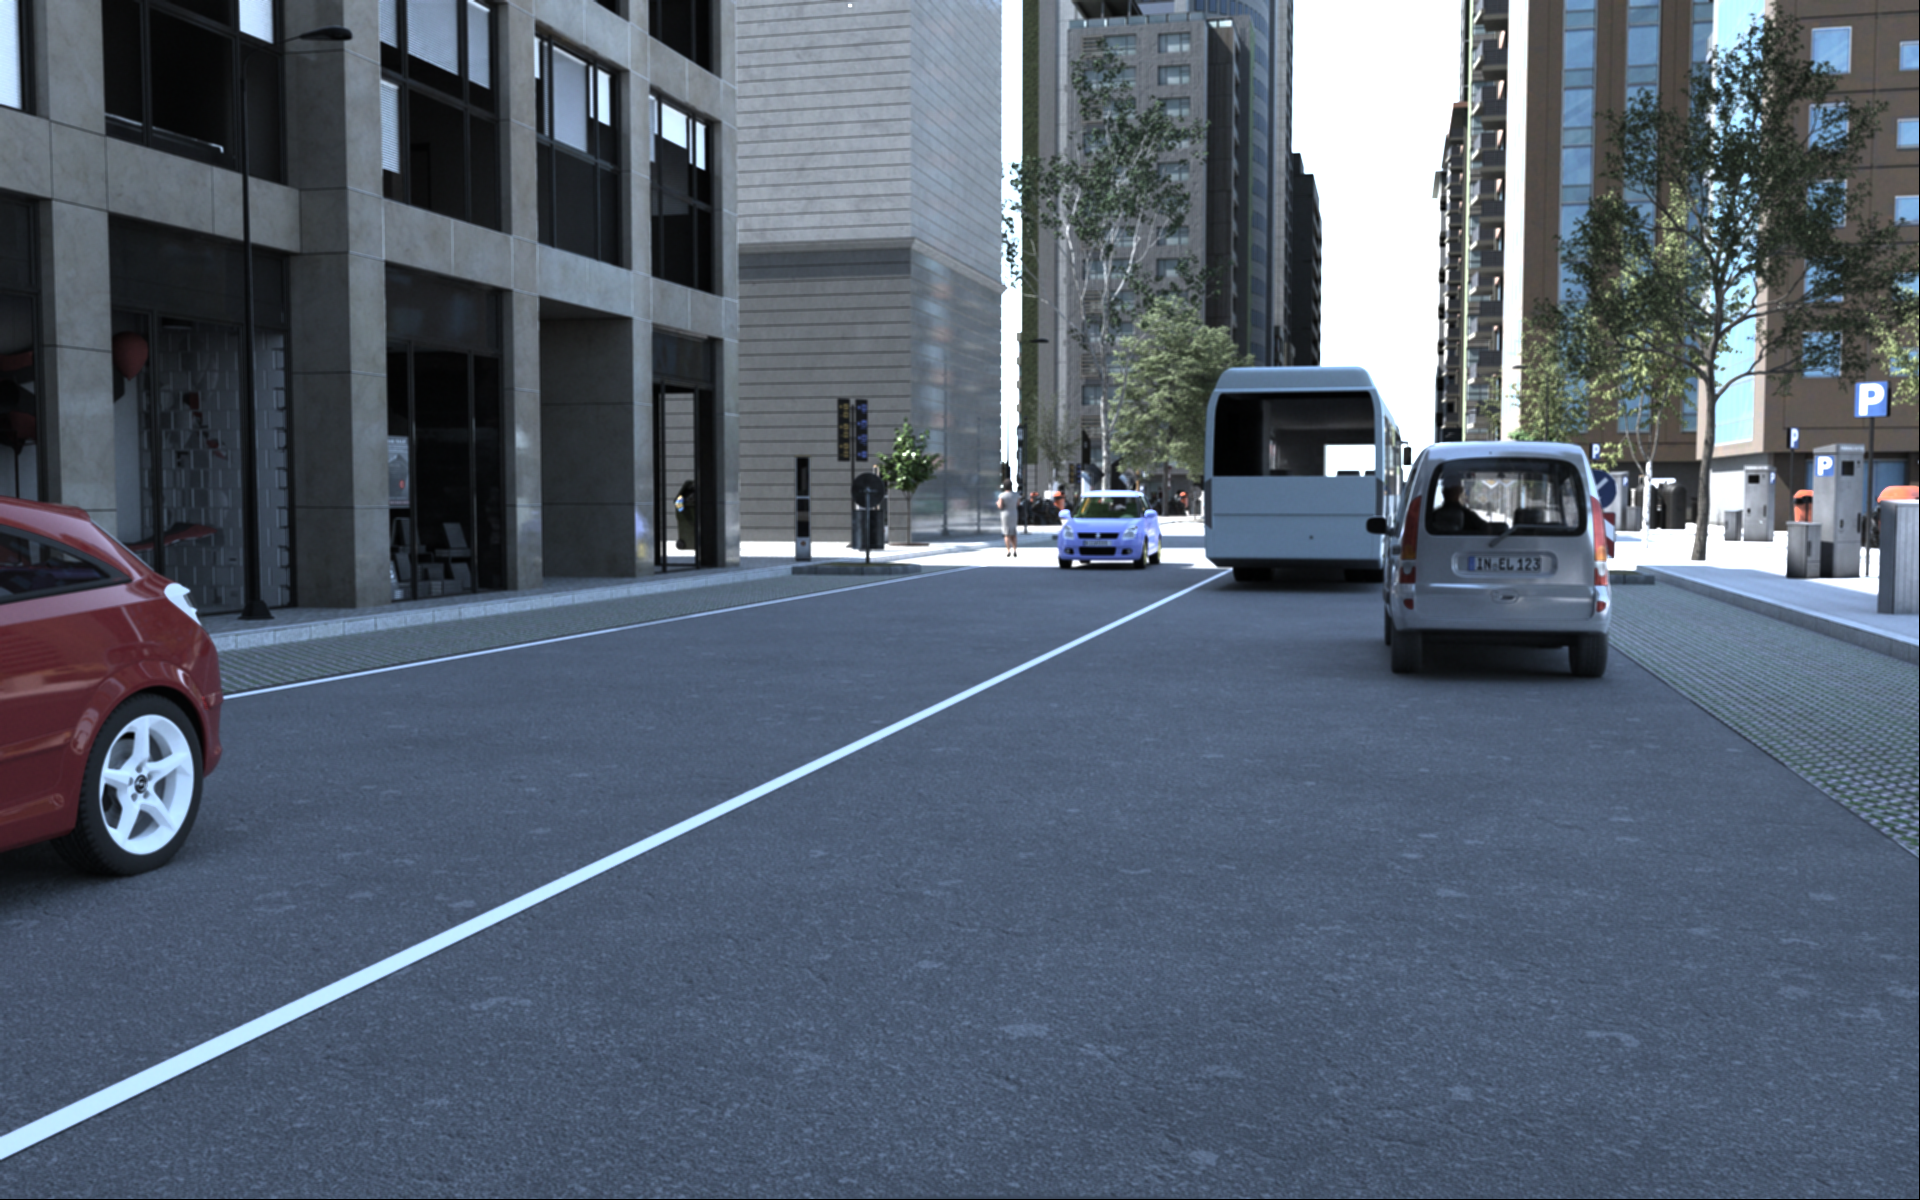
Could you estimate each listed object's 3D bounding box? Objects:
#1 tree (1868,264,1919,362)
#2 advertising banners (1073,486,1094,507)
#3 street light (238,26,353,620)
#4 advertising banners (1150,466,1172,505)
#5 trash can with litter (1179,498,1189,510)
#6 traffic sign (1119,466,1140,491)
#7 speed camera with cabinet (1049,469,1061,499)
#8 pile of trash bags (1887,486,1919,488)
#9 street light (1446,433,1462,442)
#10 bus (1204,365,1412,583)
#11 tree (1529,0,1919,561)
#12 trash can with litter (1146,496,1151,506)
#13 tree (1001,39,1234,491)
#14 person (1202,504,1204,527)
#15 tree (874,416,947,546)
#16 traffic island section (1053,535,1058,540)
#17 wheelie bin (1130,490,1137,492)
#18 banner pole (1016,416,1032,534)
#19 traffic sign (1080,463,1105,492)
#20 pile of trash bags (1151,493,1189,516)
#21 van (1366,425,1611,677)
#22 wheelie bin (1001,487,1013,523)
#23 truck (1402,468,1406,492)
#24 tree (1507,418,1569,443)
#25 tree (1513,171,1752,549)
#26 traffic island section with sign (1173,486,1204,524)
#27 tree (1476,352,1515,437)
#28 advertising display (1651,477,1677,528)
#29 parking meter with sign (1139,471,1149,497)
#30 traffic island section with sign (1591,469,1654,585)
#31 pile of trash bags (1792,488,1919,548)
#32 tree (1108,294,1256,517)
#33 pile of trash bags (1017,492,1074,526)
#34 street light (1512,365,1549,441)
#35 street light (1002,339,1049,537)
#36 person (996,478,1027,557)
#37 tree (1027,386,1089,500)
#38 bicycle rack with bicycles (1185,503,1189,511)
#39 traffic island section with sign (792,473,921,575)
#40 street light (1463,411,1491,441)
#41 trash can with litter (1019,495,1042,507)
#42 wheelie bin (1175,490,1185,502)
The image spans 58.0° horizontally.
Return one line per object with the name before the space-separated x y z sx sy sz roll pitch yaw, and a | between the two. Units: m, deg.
tree | 25.782 -5.762 44.564 4.737 8.622 4.395 0 3 0
advertising banners | 8.181 -7.216 114.161 0.090 3.025 2.074 -3 5 -41
street light | -6.708 -2.749 17.483 1.470 5.913 1.316 1 4 14
advertising banners | 12.459 -6.789 107.190 2.074 3.025 0.090 -3 5 -45
trash can with litter | 17.677 -7.590 135.485 1.055 1.170 0.624 -1 4 -20
traffic sign | 6.149 -3.627 62.940 0.795 2.450 0.064 1 4 14
speed camera with cabinet | 7.043 -8.158 127.716 0.660 3.252 2.038 1 4 13
pile of trash bags | 11.897 -0.647 20.329 3.447 1.369 1.912 -2 4 -31
street light | 39.336 -10.114 137.907 1.470 5.913 1.316 1 4 14
bus | 6.570 -2.233 31.371 2.948 3.499 13.247 1 4 15
tree | 14.476 -6.015 32.761 7.601 10.594 8.767 1 4 18
trash can with litter | 13.098 -6.694 120.838 0.624 1.170 1.055 2 4 30
tree | 5.515 -13.409 75.133 12.611 20.169 13.585 0 3 0
person | 10.693 -4.025 74.174 0.638 1.841 0.748 -2 4 -32
tree | -1.398 -2.963 43.046 1.663 3.219 1.824 0 3 0
traffic island section | 4.191 -2.017 55.259 2.009 0.180 2.903 1 4 14
wheelie bin | 12.390 -7.075 123.579 0.980 1.594 0.693 2 4 35
banner pole | 2.001 -4.007 55.539 0.401 3.779 0.863 2 4 30
traffic sign | 4.216 -3.153 55.191 0.795 2.450 0.064 1 4 14
pile of trash bags | 12.656 -5.699 102.924 1.912 1.369 3.447 2 4 34
van | 4.570 -0.493 15.072 2.013 2.044 4.112 1 4 13
wheelie bin | 2.035 -4.263 77.606 0.980 1.594 0.693 1 4 10
truck | 42.859 -11.093 171.123 2.967 4.110 18.799 1 4 12
tree | 24.585 -5.507 73.748 4.285 4.588 4.351 0 3 0
tree | 16.134 -5.505 40.369 4.737 8.622 4.395 0 3 0
traffic island section with sign | 11.487 -4.637 84.447 1.989 1.847 2.006 1 4 14
tree | 23.425 -7.214 68.305 4.737 8.622 4.395 0 3 0
advertising display | 26.298 -3.648 64.851 0.974 1.923 0.123 2 4 29
parking meter with sign | 13.960 -8.321 132.305 0.543 3.016 1.738 1 4 22
traffic island section with sign | 10.169 -1.204 28.310 1.989 1.847 2.006 1 4 14
pile of trash bags | 21.789 -1.936 41.408 3.447 1.369 1.912 1 4 23
tree | 12.125 -11.019 98.291 7.486 12.596 7.792 0 3 0
pile of trash bags | 3.395 -3.768 71.352 1.912 1.369 3.447 2 4 31
street light | 20.600 -5.503 62.511 1.470 5.913 1.316 1 4 14
street light | 1.970 -4.861 52.021 1.470 5.913 1.316 1 4 14
person | 1.161 -1.848 39.076 0.716 1.782 0.532 -1 4 -20
tree | 6.413 -10.291 118.617 4.360 8.622 3.978 0 3 0
bicycle rack with bicycles | 17.410 -7.080 129.146 2.925 0.926 2.852 0 4 -3
traffic island section with sign | -1.780 -1.386 31.290 1.989 1.847 2.006 1 4 14
street light | 29.170 -7.626 97.223 1.470 5.913 1.316 1 4 14
trash can with litter | 4.131 -5.527 101.431 2.233 1.210 1.678 0 4 4
wheelie bin | 17.577 -7.930 137.561 0.980 1.594 0.693 -2 4 -30
